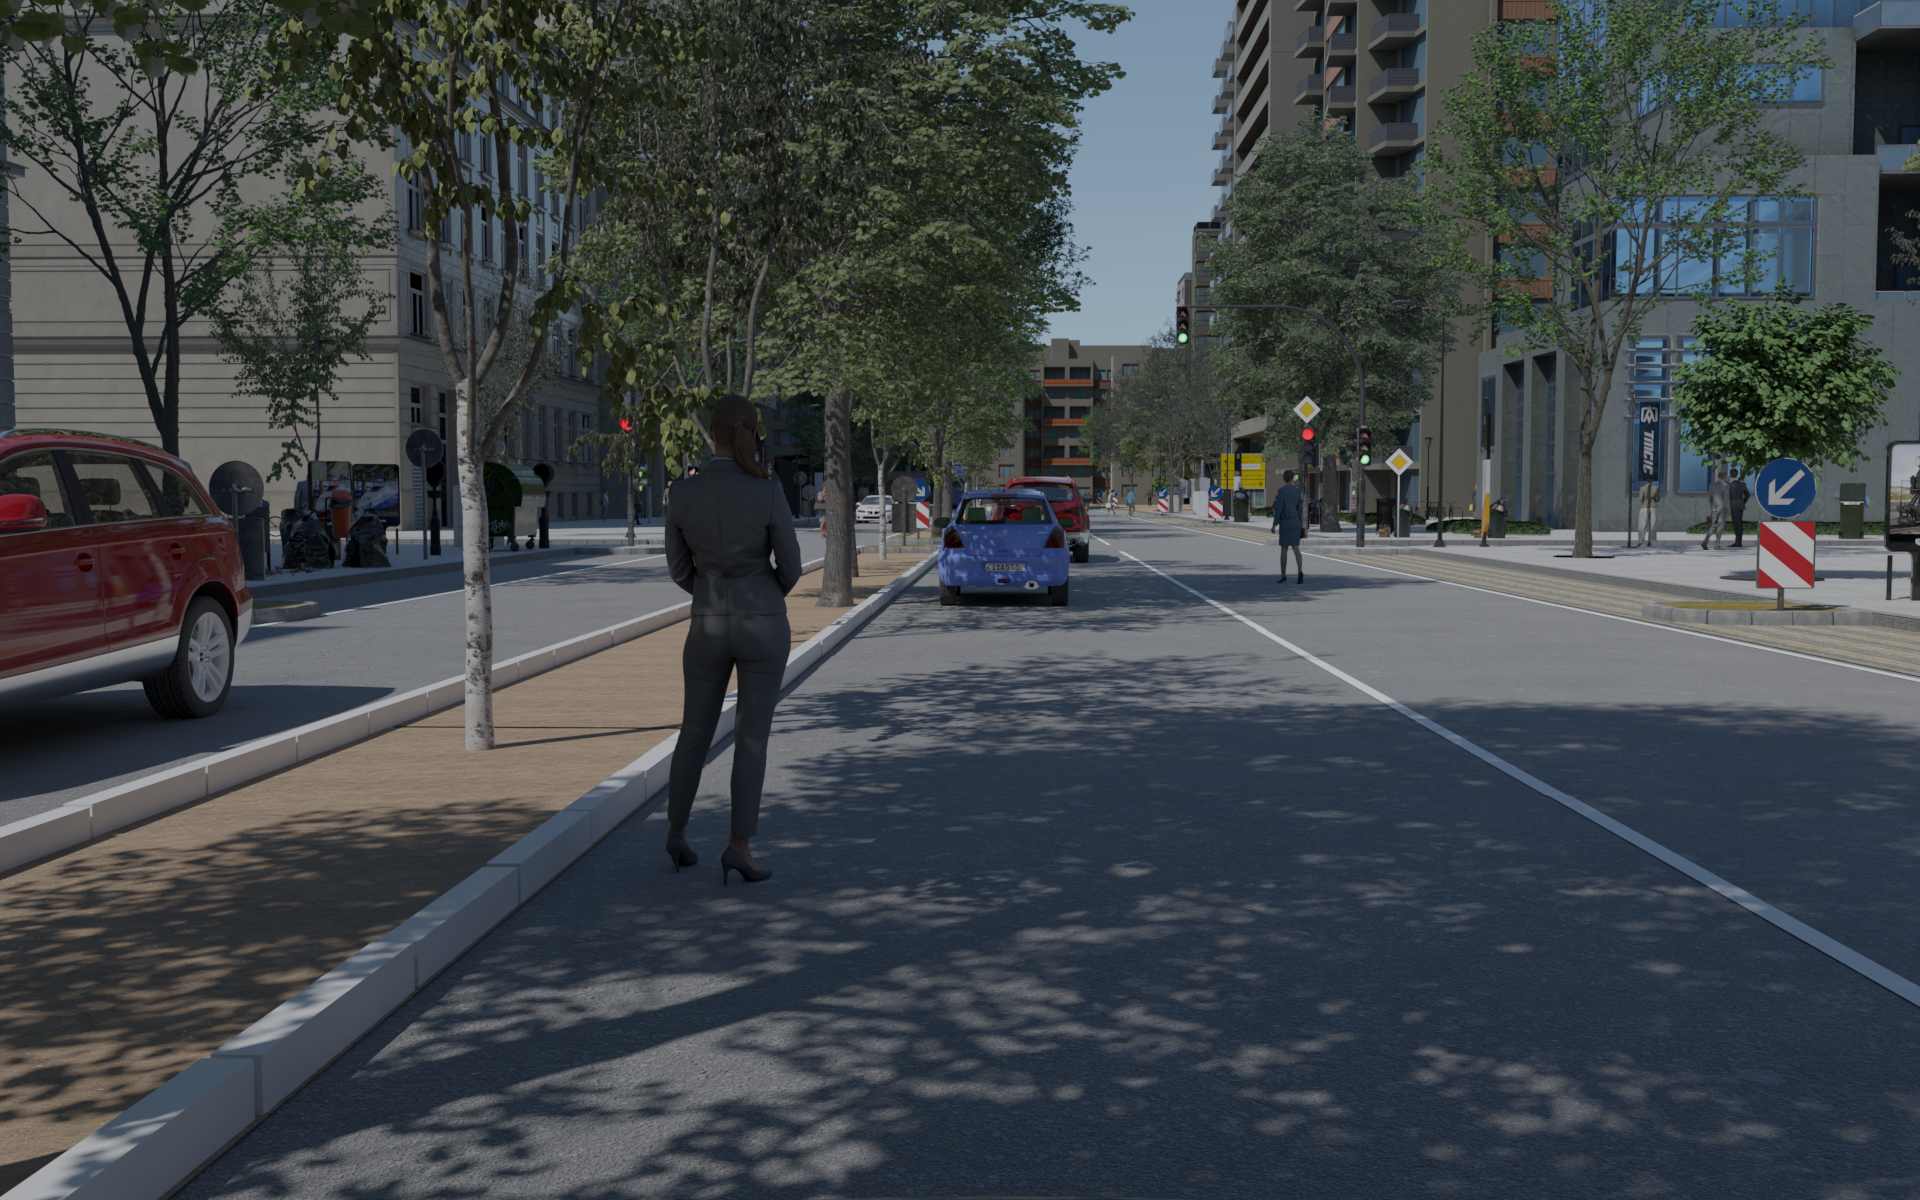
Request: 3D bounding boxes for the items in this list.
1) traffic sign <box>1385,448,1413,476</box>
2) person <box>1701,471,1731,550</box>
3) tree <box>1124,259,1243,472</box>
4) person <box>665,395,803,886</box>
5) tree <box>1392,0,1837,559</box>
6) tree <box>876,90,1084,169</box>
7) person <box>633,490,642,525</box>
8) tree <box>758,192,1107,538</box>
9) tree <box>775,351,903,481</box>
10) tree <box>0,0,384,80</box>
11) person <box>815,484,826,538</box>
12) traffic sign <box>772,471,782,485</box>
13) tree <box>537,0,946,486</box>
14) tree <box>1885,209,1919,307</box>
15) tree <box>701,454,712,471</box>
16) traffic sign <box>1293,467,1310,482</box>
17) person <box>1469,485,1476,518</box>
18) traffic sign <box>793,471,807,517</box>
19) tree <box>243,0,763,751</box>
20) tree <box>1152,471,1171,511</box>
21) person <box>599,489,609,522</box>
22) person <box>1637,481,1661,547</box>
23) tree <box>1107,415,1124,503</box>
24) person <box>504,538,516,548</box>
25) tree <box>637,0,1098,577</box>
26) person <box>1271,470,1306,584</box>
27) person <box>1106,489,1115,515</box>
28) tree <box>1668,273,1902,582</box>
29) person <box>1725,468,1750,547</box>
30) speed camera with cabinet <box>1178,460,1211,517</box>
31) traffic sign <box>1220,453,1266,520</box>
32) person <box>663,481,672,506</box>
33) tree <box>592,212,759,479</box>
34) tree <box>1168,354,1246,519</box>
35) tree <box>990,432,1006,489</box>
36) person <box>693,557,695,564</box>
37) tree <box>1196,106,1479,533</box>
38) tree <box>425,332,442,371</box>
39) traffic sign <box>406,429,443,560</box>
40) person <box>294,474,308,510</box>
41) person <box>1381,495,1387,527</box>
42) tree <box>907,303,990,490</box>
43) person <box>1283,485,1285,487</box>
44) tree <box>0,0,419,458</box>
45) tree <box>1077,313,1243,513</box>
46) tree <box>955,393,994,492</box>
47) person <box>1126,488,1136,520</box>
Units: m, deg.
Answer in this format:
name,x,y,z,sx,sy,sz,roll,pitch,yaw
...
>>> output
name,x,y,z,sx,sy,sz,roll,pitch,yaw
traffic sign,12.601,-3.054,49.665,0.795,2.593,0.064,1,4,9
person,17.387,-2.049,39.666,0.853,1.813,0.709,-2,4,-30
tree,13.403,-8.668,67.484,9.928,11.665,9.643,0,3,0
person,-0.849,0.141,6.466,0.520,1.790,0.573,0,4,-6
tree,12.684,-6.646,34.414,9.928,11.665,9.643,0,3,0
tree,-1.724,-13.097,72.477,12.611,20.169,13.585,0,3,0
person,-13.340,-4.011,71.534,0.656,1.842,0.836,2,4,26
tree,-0.622,-7.672,53.655,9.928,11.665,9.643,0,3,0
tree,-8.260,-13.397,125.698,9.857,13.997,8.962,0,3,0
tree,-2.746,-5.032,2.859,7.486,12.596,7.792,0,3,0
person,-4.433,-2.920,56.604,0.532,1.782,0.716,3,5,44
traffic sign,-10.355,-5.900,96.473,0.884,2.594,0.081,1,4,10
tree,-2.145,-3.872,16.129,4.360,8.622,3.978,0,3,0
tree,17.276,-4.704,27.277,4.360,8.622,3.978,0,3,0
tree,-9.942,-4.711,71.626,1.663,3.219,1.824,0,3,0
traffic sign,14.799,-4.621,75.563,0.884,2.594,0.081,1,4,10
person,27.022,-5.157,90.585,0.699,1.804,1.509,1,4,16
traffic sign,-8.992,-5.954,97.457,0.768,2.556,0.104,0,4,2
tree,-2.649,-3.447,9.179,4.737,8.622,4.395,0,3,0
tree,14.887,-8.271,129.837,1.663,3.219,1.824,0,3,0
person,-16.281,-4.334,79.497,0.503,1.515,0.523,2,4,35
person,16.822,-2.185,42.313,0.519,1.759,0.362,1,4,13
tree,17.121,-16.869,201.555,9.928,11.665,9.643,0,3,0
person,-10.731,-1.895,41.276,0.306,1.304,0.590,1,4,15
tree,-1.837,-5.678,29.708,8.767,10.594,7.601,0,4,2
person,5.268,-1.173,27.697,0.581,1.822,0.654,-1,4,-9
person,10.203,-6.623,117.142,0.624,1.780,0.694,2,4,34
tree,12.153,-2.574,25.799,4.285,4.588,4.351,0,3,0
person,18.703,-2.229,41.845,0.648,1.900,0.474,-2,4,-29
speed camera with cabinet,14.735,-7.002,108.824,2.038,3.252,0.660,3,4,37
traffic sign,14.126,-5.662,86.440,2.265,3.308,0.079,0,4,5
person,-11.131,-3.694,66.831,0.661,1.777,0.834,0,4,-5
tree,-9.638,-8.309,61.601,9.928,11.665,9.643,0,3,0
tree,13.049,-8.517,89.611,4.360,8.622,3.978,0,3,0
tree,0.918,-9.720,111.736,4.737,8.622,4.395,0,3,0
person,-5.054,-1.624,35.142,0.778,1.811,0.616,-3,5,-39
tree,12.346,-9.213,57.287,9.857,13.997,8.962,0,3,0
tree,-13.575,-6.227,52.173,4.360,8.622,3.978,0,3,0
traffic sign,-10.454,-2.061,33.797,0.768,2.556,0.104,0,4,7
person,-13.716,-1.840,36.312,0.592,1.802,0.473,-2,4,-30
person,15.924,-3.312,64.882,0.352,1.250,0.332,2,4,35
tree,-1.644,-5.157,37.144,4.737,8.622,4.395,0,3,0
person,18.698,-5.734,100.073,0.850,1.792,0.678,0,4,4
tree,-11.981,-6.110,25.662,9.928,11.665,9.643,0,3,0
tree,14.406,-12.606,116.483,12.009,13.543,11.850,0,3,0
tree,0.289,-8.637,94.041,4.360,8.622,3.978,0,3,0
person,9.542,-5.378,96.772,0.444,1.785,0.601,-2,4,-32
